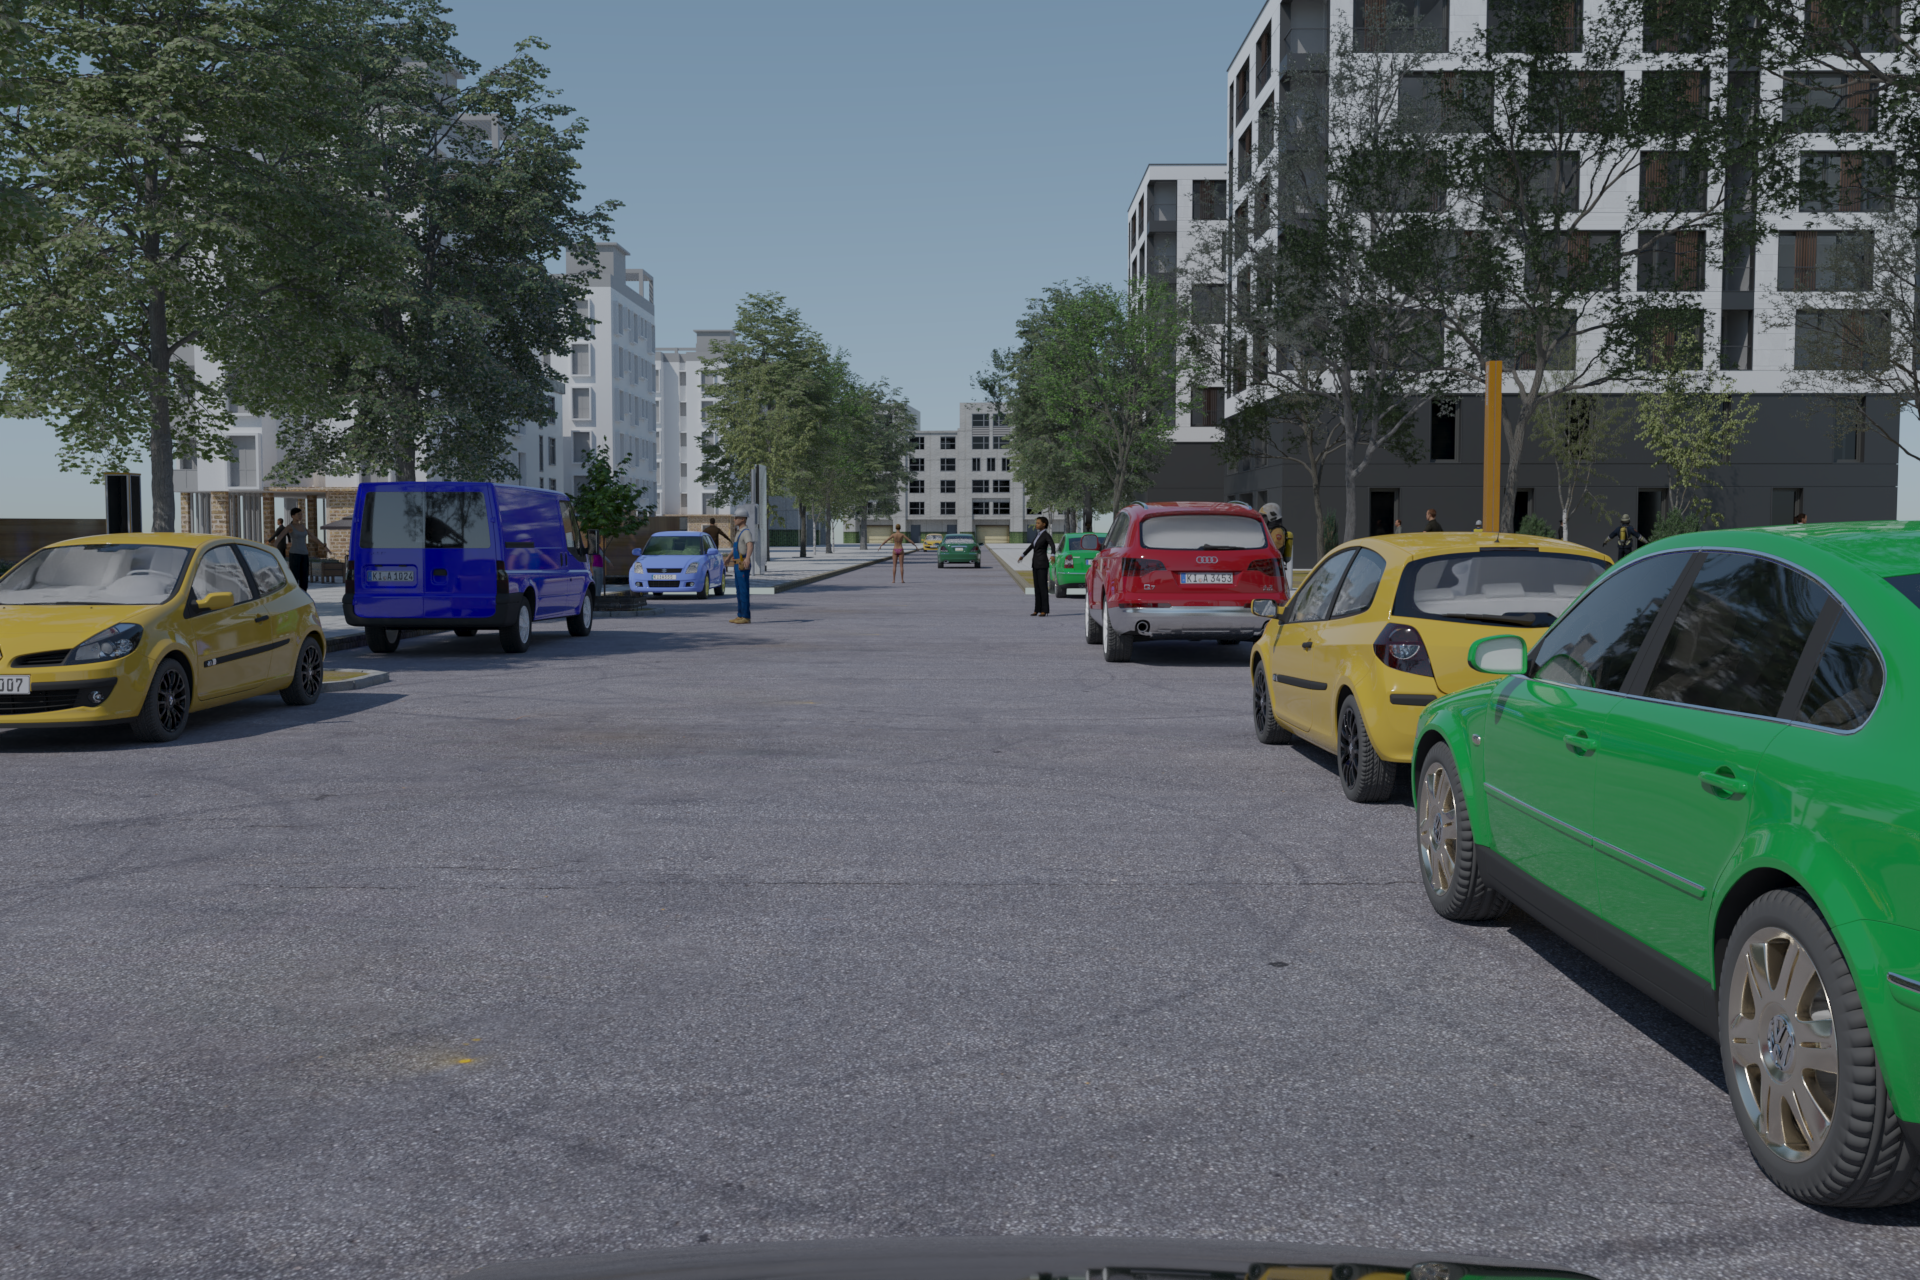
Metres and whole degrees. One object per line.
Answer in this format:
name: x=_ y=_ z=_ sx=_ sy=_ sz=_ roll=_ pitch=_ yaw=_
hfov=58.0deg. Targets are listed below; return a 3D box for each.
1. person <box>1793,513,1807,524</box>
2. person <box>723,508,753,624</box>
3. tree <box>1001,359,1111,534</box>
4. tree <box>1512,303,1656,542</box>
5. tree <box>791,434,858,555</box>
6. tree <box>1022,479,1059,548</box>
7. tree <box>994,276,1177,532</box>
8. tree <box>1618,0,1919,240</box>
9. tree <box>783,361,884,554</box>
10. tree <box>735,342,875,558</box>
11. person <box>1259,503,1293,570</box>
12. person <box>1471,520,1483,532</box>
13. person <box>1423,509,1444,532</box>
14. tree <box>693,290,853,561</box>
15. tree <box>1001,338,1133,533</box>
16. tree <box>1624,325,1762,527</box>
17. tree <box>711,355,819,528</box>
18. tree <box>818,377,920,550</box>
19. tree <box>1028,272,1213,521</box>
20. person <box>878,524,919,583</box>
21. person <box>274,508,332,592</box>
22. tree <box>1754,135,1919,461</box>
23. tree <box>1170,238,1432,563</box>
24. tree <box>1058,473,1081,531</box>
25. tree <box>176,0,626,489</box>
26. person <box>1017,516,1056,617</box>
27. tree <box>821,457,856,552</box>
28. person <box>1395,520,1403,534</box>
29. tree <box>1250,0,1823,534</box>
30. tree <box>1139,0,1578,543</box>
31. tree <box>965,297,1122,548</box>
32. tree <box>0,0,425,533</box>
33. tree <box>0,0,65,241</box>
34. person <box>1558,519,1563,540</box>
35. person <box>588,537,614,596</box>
person: x=18.352 y=-1.883 z=37.626 sx=0.721 sy=1.735 sz=1.217 roll=0 pitch=4 yaw=-3
person: x=-3.516 y=-1.188 z=27.742 sx=0.705 sy=1.847 sz=1.347 roll=-1 pitch=4 yaw=-22
tree: x=6.265 y=-11.591 z=107.644 sx=7.486 sy=12.596 sz=7.792 roll=0 pitch=3 yaw=0
tree: x=18.882 y=-6.342 z=54.056 sx=4.360 sy=8.622 sz=3.978 roll=0 pitch=3 yaw=0
tree: x=-9.042 y=-9.453 z=104.919 sx=4.360 sy=8.622 sz=3.978 roll=0 pitch=3 yaw=0
tree: x=6.696 y=-10.911 z=128.758 sx=4.737 sy=8.622 sz=4.395 roll=0 pitch=3 yaw=0
tree: x=6.408 y=-10.950 z=85.685 sx=9.857 sy=13.997 sz=8.962 roll=0 pitch=3 yaw=0
tree: x=8.571 y=-4.793 z=12.771 sx=7.601 sy=10.594 sz=8.767 roll=-3 pitch=5 yaw=-41
tree: x=-8.627 y=-11.924 z=113.082 sx=7.486 sy=12.596 sz=7.792 roll=0 pitch=3 yaw=0
tree: x=-8.512 y=-10.292 z=94.029 sx=9.928 sy=11.665 sz=9.643 roll=0 pitch=3 yaw=0
person: x=4.242 y=-0.951 z=23.775 sx=0.705 sy=1.858 sz=1.354 roll=0 pitch=4 yaw=1
person: x=18.583 y=-3.397 z=62.001 sx=1.216 sy=1.772 sz=0.721 roll=2 pitch=4 yaw=29
person: x=9.735 y=-1.813 z=35.863 sx=1.348 sy=1.803 sz=0.705 roll=-3 pitch=5 yaw=-42
tree: x=-8.748 y=-9.973 z=81.186 sx=7.486 sy=12.596 sz=7.792 roll=0 pitch=3 yaw=0
tree: x=5.968 y=-10.967 z=97.440 sx=7.486 sy=12.596 sz=7.792 roll=0 pitch=3 yaw=0
tree: x=24.682 y=-6.656 z=59.195 sx=4.737 sy=8.622 sz=4.395 roll=0 pitch=3 yaw=0
tree: x=-8.305 y=-7.434 z=71.903 sx=4.737 sy=8.622 sz=4.395 roll=0 pitch=3 yaw=0
tree: x=-7.897 y=-14.255 z=139.720 sx=9.857 sy=13.997 sz=8.962 roll=0 pitch=3 yaw=0
tree: x=6.307 y=-8.716 z=68.255 sx=9.928 sy=11.665 sz=9.643 roll=0 pitch=3 yaw=0
person: x=-1.803 y=-2.535 z=50.705 sx=1.217 sy=1.733 sz=0.721 roll=0 pitch=4 yaw=1
person: x=-11.249 y=-1.393 z=29.579 sx=0.721 sy=1.737 sz=1.217 roll=2 pitch=4 yaw=29
tree: x=28.355 y=-8.516 z=49.614 sx=12.009 sy=13.543 sz=11.850 roll=0 pitch=3 yaw=0
tree: x=10.844 y=-7.238 z=52.758 sx=8.767 sy=10.594 sz=7.601 roll=-3 pitch=5 yaw=-43
tree: x=7.146 y=-10.040 z=114.511 sx=4.360 sy=8.622 sz=3.978 roll=0 pitch=3 yaw=0
tree: x=-12.334 y=-8.054 z=38.344 sx=9.857 sy=13.997 sz=8.962 roll=0 pitch=3 yaw=0
person: x=1.343 y=-1.280 z=30.112 sx=0.721 sy=1.740 sz=1.216 roll=-2 pitch=4 yaw=-27
tree: x=-8.892 y=-10.418 z=120.689 sx=4.737 sy=8.622 sz=4.395 roll=0 pitch=3 yaw=0
person: x=15.742 y=-3.427 z=62.298 sx=0.705 sy=1.796 sz=1.348 roll=1 pitch=4 yaw=11
tree: x=9.000 y=-5.736 z=28.188 sx=8.767 sy=10.594 sz=7.601 roll=0 pitch=4 yaw=-2
tree: x=9.125 y=-7.907 z=39.658 sx=12.009 sy=13.543 sz=11.850 roll=0 pitch=3 yaw=0
tree: x=6.743 y=-17.383 z=140.106 sx=12.611 sy=20.169 sz=13.585 roll=0 pitch=3 yaw=0
tree: x=-12.265 y=-6.627 z=26.481 sx=7.486 sy=12.596 sz=7.792 roll=0 pitch=3 yaw=0
tree: x=-11.941 y=-5.957 z=15.524 sx=7.486 sy=12.596 sz=7.792 roll=0 pitch=3 yaw=0
person: x=21.552 y=-3.420 z=61.858 sx=0.705 sy=1.837 sz=1.347 roll=1 pitch=4 yaw=22
person: x=-7.166 y=-1.394 z=34.512 sx=0.599 sy=1.433 sz=0.991 roll=-3 pitch=4 yaw=-38
